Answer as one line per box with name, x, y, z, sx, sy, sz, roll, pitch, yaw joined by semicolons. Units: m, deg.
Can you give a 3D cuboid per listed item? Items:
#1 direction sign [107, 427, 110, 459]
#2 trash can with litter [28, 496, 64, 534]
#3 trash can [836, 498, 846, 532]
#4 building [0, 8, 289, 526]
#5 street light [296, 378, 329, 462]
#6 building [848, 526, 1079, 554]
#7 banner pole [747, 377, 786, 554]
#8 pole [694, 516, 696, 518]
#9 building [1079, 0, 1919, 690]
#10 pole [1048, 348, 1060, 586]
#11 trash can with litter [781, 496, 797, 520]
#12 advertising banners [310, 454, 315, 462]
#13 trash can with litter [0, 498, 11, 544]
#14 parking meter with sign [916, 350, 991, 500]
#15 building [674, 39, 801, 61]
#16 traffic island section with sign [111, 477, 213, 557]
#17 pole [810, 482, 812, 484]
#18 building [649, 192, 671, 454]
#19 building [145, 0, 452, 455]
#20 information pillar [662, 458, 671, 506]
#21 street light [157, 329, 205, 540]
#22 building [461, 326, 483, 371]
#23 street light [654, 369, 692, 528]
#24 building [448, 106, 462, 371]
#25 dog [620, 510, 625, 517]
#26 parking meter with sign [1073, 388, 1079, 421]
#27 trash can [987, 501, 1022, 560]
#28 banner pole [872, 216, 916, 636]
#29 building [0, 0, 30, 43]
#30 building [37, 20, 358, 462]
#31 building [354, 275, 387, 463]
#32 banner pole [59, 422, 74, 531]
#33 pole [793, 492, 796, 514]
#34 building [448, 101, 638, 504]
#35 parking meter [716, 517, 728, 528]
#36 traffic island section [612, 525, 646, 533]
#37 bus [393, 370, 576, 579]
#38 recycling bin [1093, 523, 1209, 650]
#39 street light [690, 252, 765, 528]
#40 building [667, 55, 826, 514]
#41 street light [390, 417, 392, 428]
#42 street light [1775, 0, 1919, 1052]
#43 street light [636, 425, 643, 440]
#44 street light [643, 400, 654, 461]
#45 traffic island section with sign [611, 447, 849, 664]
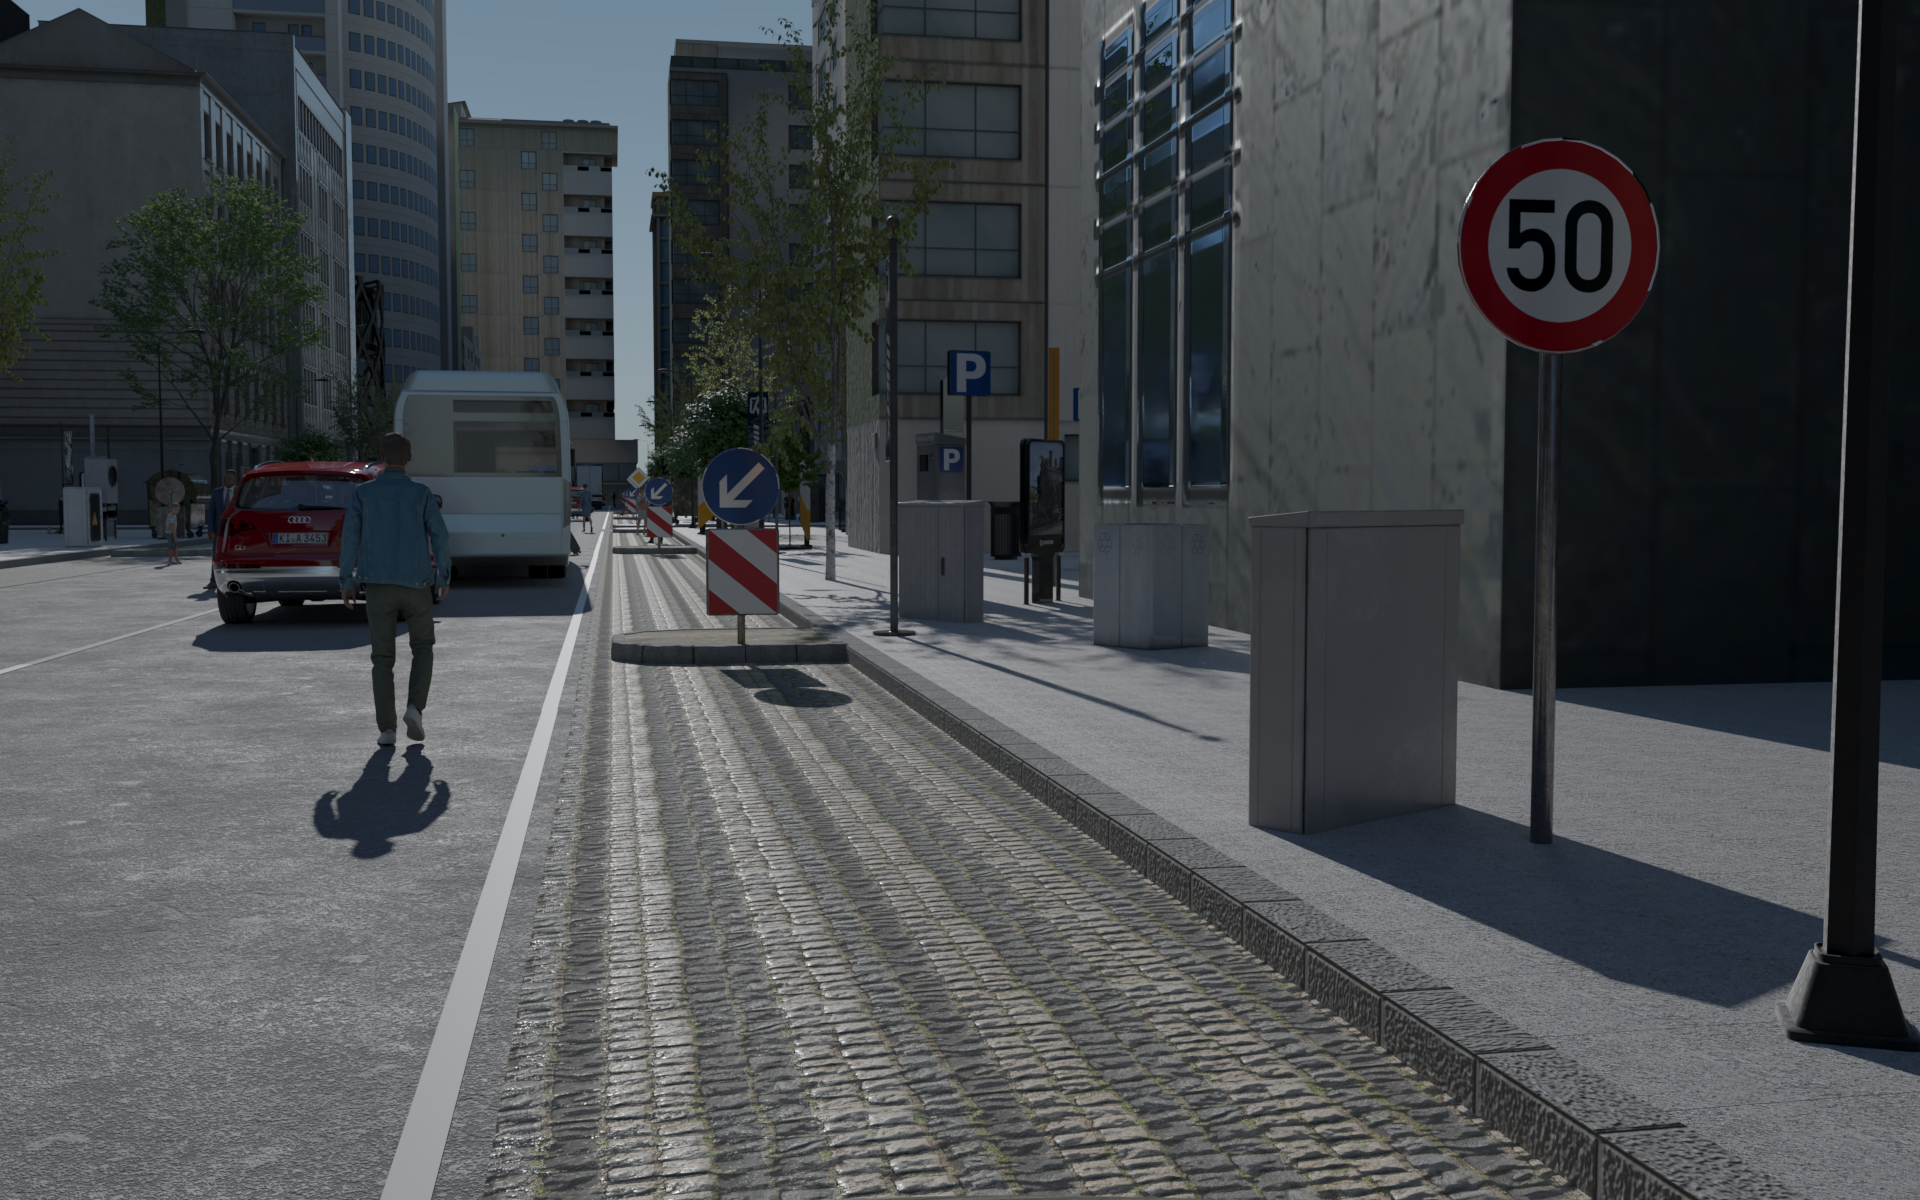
direction sign;-28.886;-4.087;58.818;0.379;3.537;0.876;-2;4;-23
trash can with litter;-28.758;-2.723;55.576;1.678;1.210;2.233;-3;5;-44
trash can;-3.785;-2.857;58.359;0.748;1.137;0.748;0;3;0
building;-37.435;-14.078;79.327;9.793;20.994;18.267;-1;4;-11
street light;-26.032;-5.934;69.557;1.470;5.913;1.316;-1;4;-11
building;3.815;-22.045;44.029;14.154;41.232;14.086;-1;4;-11
banner pole;-4.175;-2.889;37.257;0.863;3.779;0.401;0;4;8
pole;-13.281;-5.701;87.051;0.158;3.312;0.155;0;3;0
building;15.457;-42.405;5.989;22.319;86.520;31.000;-1;4;-11
pole;1.311;-1.860;24.249;0.158;3.312;0.155;0;3;0
trash can with litter;-8.450;-4.554;85.848;0.624;1.170;1.055;1;4;9
advertising banners;-28.303;-4.817;74.944;0.090;3.025;2.074;0;4;2
trash can with litter;-24.944;-2.026;44.509;1.055;1.170;0.624;1;4;20
parking meter with sign;-0.223;-1.566;21.871;0.543;3.016;1.738;-2;4;-24
building;-19.328;-29.189;160.827;14.154;41.232;14.086;-1;4;-11
traffic island section with sign;-18.404;-1.931;40.208;1.989;1.847;2.006;-1;4;-11
pole;-7.616;-5.789;88.498;0.158;3.312;0.155;0;3;0
building;-30.511;-36.060;244.209;28.867;44.769;22.147;-1;4;-11
building;-57.425;-37.399;153.468;21.231;58.520;28.212;-1;4;-11
information pillar;-16.511;-6.489;97.448;0.504;3.616;0.183;1;4;10
street light;-21.949;-4.666;48.836;1.470;5.913;1.316;-1;4;-11
building;-70.405;-21.583;197.926;28.899;21.520;27.650;-1;4;-11
street light;-10.518;-5.623;64.479;1.470;5.913;1.316;-1;4;-11
building;-58.513;-30.116;175.998;14.154;41.232;14.086;-1;4;-11
dog;-19.669;-4.991;100.887;0.540;0.507;0.406;1;4;15
parking meter with sign;2.471;-2.011;29.138;0.543;3.016;1.738;2;4;25
trash can;0.898;-1.359;33.868;0.748;1.137;0.748;0;3;0
banner pole;-0.636;-1.584;15.919;0.401;3.779;0.863;-1;4;-9
building;-49.527;-14.891;73.153;15.834;23.373;12.332;-1;4;-11
building;-41.892;-17.110;97.763;12.078;24.808;19.932;-1;4;-11
building;-47.722;-15.245;116.700;16.820;18.784;16.811;-1;4;-11
banner pole;-31.022;-4.289;60.149;0.863;3.779;0.401;2;4;33
pole;-10.502;-7.088;109.735;0.158;3.312;0.155;0;3;0
building;-59.329;-39.923;241.975;27.495;52.752;28.713;-1;4;-11
parking meter;-7.769;-2.938;56.446;0.372;1.533;0.369;0;3;0
traffic island section;-11.912;-2.580;64.466;2.009;0.180;2.903;-1;4;-11
bus;-8.635;-2.295;32.377;2.948;3.499;13.247;-1;4;-13
recycling bin;1.616;-0.128;14.653;0.722;1.027;0.722;-3;4;-38
street light;-4.399;-3.732;33.556;1.470;5.913;1.316;-1;4;-11
building;-12.938;-21.250;119.146;14.160;30.474;14.107;-1;4;-11
street light;-32.046;-7.757;99.365;1.470;5.913;1.316;-1;4;-11
street light;1.590;-1.916;3.870;1.470;5.913;1.316;-1;4;-11
street light;-20.805;-8.784;116.160;1.470;5.913;1.316;-1;4;-11
street light;-14.860;-6.943;86.058;1.470;5.913;1.316;-1;4;-11
traffic island section with sign;-2.113;-0.419;15.472;1.989;1.847;2.006;-1;4;-11
